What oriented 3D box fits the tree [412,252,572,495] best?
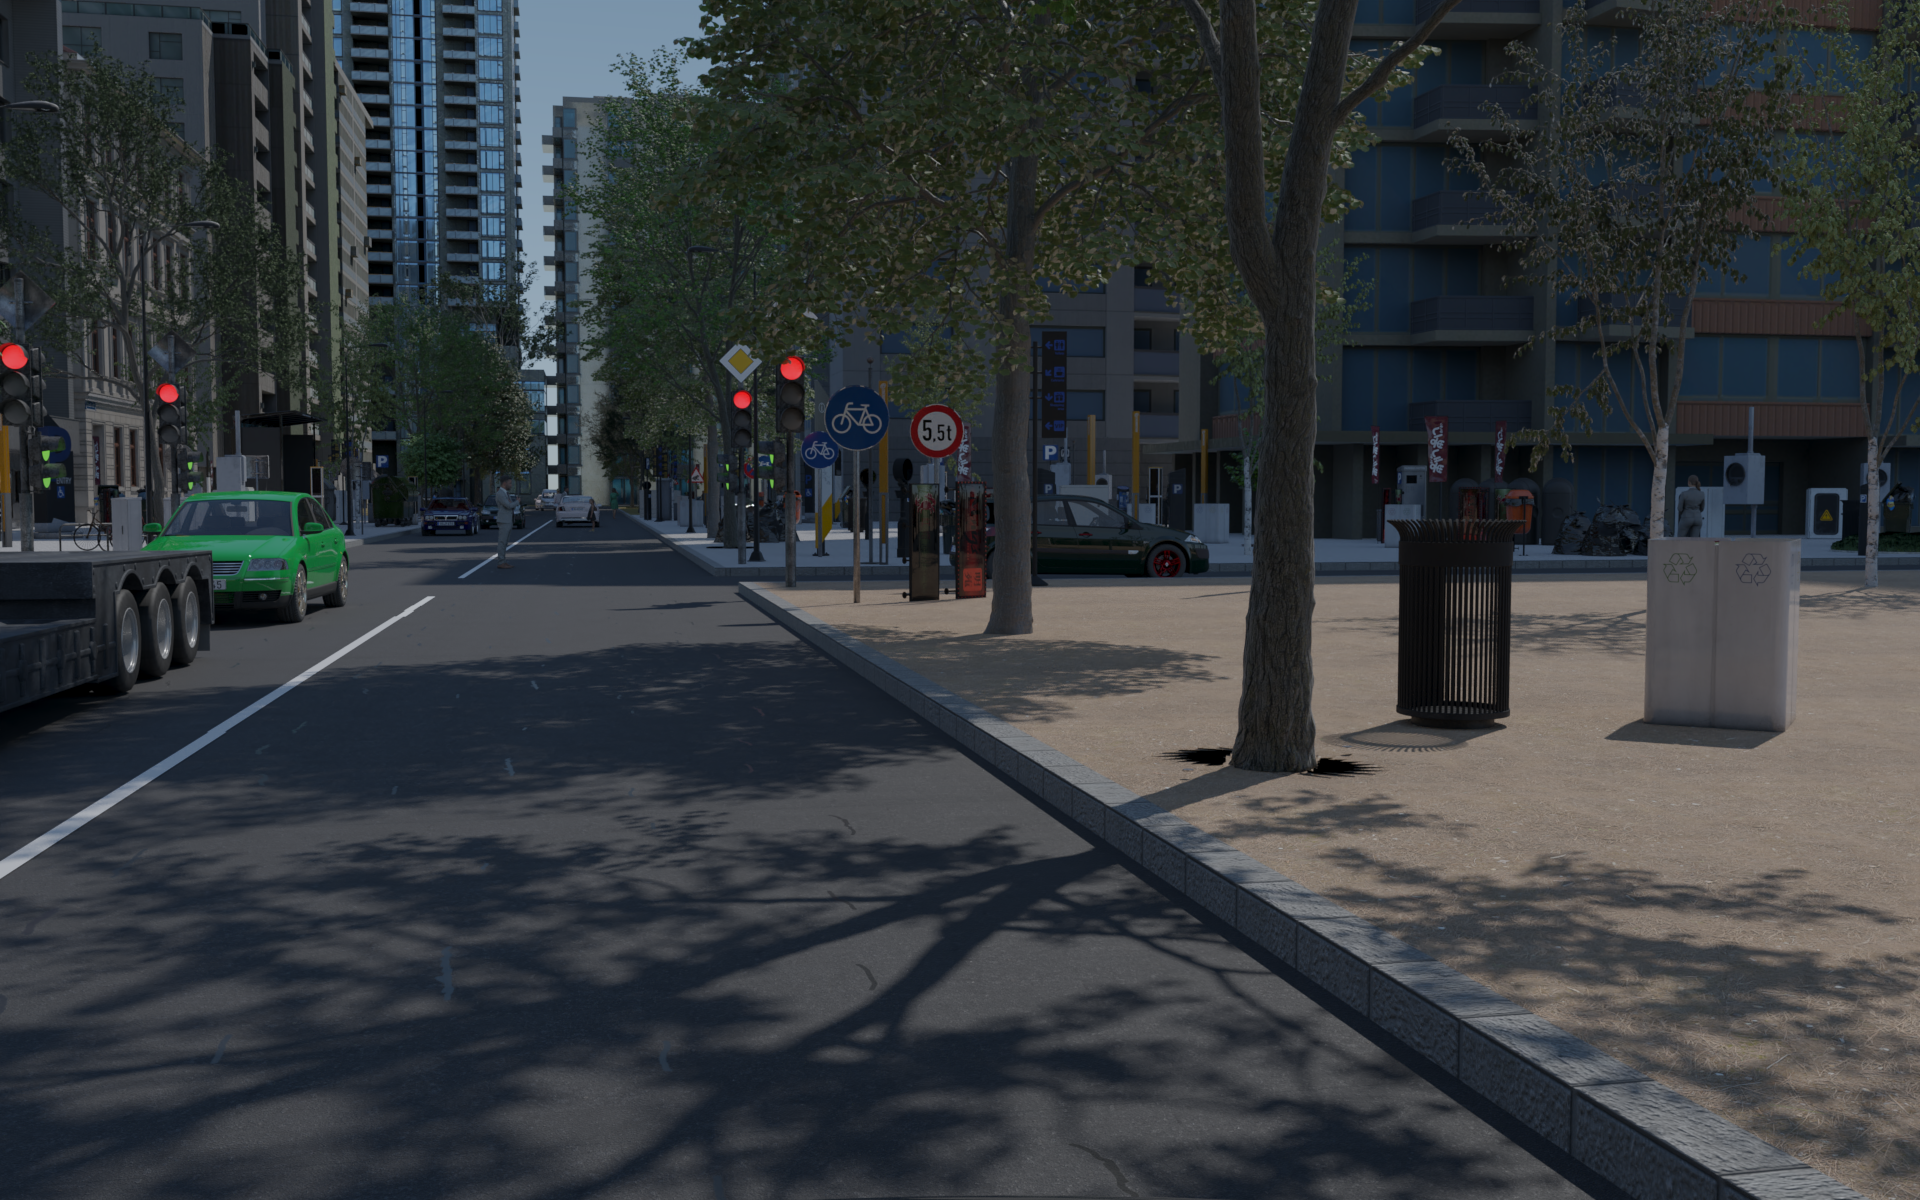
[{"bbox_3d":[-34.667,-16.977,133.464,12.611,20.169,13.585,0,3,0],"label":"tree"}]

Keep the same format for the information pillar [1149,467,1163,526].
[{"bbox_3d":[5.335,-2.617,47.281,0.304,2.012,0.304,1,4,22],"label":"information pillar"}]

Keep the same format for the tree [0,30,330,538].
[{"bbox_3d":[-16.542,-6.168,35.253,7.601,10.594,8.767,2,4,26],"label":"tree"}]

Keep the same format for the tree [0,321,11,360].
[{"bbox_3d":[-11.425,-2.067,17.510,4.285,4.588,4.351,0,3,0],"label":"tree"}]

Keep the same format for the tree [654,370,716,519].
[{"bbox_3d":[-14.584,-8.465,88.762,4.737,8.622,4.395,0,3,0],"label":"tree"}]

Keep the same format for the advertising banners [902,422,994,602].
[{"bbox_3d":[0.111,-1.531,21.218,2.074,3.025,0.090,-3,5,-41],"label":"advertising banners"}]

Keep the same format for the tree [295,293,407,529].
[{"bbox_3d":[-22.268,-6.928,63.636,4.737,8.622,4.395,0,3,0],"label":"tree"}]

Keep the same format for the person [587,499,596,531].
[{"bbox_3d":[-14.169,-3.266,66.565,0.373,1.253,0.362,-1,4,-14],"label":"person"}]

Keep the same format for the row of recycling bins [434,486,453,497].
[{"bbox_3d":[-28.358,-5.353,94.632,1.069,1.692,3.534,-2,4,-26],"label":"row of recycling bins"}]

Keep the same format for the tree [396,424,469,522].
[{"bbox_3d":[-24.731,-5.970,81.319,4.285,4.588,4.351,0,3,0],"label":"tree"}]

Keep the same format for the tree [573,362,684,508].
[{"bbox_3d":[-30.160,-15.177,158.508,12.009,13.543,11.850,0,3,0],"label":"tree"}]

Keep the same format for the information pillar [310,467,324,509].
[{"bbox_3d":[-17.348,-2.586,46.774,0.304,2.012,0.304,-1,4,-15],"label":"information pillar"}]

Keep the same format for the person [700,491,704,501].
[{"bbox_3d":[-27.796,-10.923,187.228,0.705,1.807,1.348,-3,4,-38],"label":"person"}]

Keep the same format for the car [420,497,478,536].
[{"bbox_3d":[-17.877,-2.944,60.716,1.945,1.354,3.894,-1,4,-12],"label":"car"}]

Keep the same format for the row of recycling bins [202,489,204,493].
[{"bbox_3d":[-43.182,-5.350,94.587,3.534,1.692,1.069,-1,4,-21],"label":"row of recycling bins"}]

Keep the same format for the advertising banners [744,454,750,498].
[{"bbox_3d":[-9.319,-4.868,75.778,0.090,3.025,2.074,0,4,-1],"label":"advertising banners"}]

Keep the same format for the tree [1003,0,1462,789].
[{"bbox_3d":[1.446,-5.009,7.648,9.928,11.665,9.643,0,3,0],"label":"tree"}]

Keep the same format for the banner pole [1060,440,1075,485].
[{"bbox_3d":[5.041,-5.525,80.353,0.863,3.779,0.401,0,3,0],"label":"banner pole"}]

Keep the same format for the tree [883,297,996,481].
[{"bbox_3d":[-0.844,-6.770,61.055,4.737,8.622,4.395,0,3,0],"label":"tree"}]

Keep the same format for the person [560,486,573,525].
[{"bbox_3d":[-18.459,-4.415,80.963,0.850,1.792,0.678,0,4,8],"label":"person"}]

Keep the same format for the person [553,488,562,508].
[{"bbox_3d":[-21.485,-5.146,93.312,0.731,1.740,0.598,-2,4,-35],"label":"person"}]

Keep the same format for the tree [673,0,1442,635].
[{"bbox_3d":[0.830,-5.977,15.848,7.486,12.596,7.792,0,3,0],"label":"tree"}]

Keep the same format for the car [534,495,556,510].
[{"bbox_3d":[-37.211,-8.767,155.699,2.083,1.381,4.827,-1,4,-13],"label":"car"}]

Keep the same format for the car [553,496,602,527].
[{"bbox_3d":[-16.752,-3.886,75.898,2.083,1.381,4.827,-1,4,-12],"label":"car"}]

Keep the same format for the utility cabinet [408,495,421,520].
[{"bbox_3d":[-31.142,-5.336,98.406,1.020,1.237,0.306,1,4,16],"label":"utility cabinet"}]

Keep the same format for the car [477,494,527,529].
[{"bbox_3d":[-18.983,-3.799,71.905,2.009,1.686,4.222,-1,4,-12],"label":"car"}]

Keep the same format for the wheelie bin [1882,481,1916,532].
[{"bbox_3d":[23.119,-2.126,42.665,0.693,1.594,0.980,2,4,34],"label":"wheelie bin"}]

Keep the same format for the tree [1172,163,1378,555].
[{"bbox_3d":[6.157,-5.236,35.965,4.737,8.622,4.395,0,3,0],"label":"tree"}]

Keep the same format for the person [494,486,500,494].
[{"bbox_3d":[-22.167,-4.549,83.053,0.511,1.800,0.466,0,4,-6],"label":"person"}]

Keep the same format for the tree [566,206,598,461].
[{"bbox_3d":[-7.577,-8.071,50.088,7.486,12.596,7.792,0,3,0],"label":"tree"}]

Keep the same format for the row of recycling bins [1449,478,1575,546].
[{"bbox_3d":[14.072,-2.276,44.322,1.069,1.692,3.534,-3,5,-39],"label":"row of recycling bins"}]

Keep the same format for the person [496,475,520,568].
[{"bbox_3d":[-8.728,-1.516,33.473,0.466,1.800,0.511,-1,4,-15],"label":"person"}]

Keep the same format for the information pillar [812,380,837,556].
[{"bbox_3d":[-2.834,-2.720,35.825,0.183,3.616,0.504,2,4,33],"label":"information pillar"}]

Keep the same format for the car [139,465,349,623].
[{"bbox_3d":[-8.458,-0.718,20.538,1.959,1.807,4.718,-1,4,-10],"label":"car"}]

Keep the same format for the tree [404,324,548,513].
[{"bbox_3d":[-32.810,-12.261,117.482,9.611,12.733,9.660,0,3,0],"label":"tree"}]

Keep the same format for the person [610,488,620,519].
[{"bbox_3d":[-20.069,-5.610,100.477,0.600,1.795,0.529,0,4,3],"label":"person"}]

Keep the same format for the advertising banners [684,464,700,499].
[{"bbox_3d":[-15.578,-6.393,100.708,0.090,3.025,2.074,-2,4,-34],"label":"advertising banners"}]

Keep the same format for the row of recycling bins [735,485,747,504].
[{"bbox_3d":[-10.413,-4.526,81.110,1.069,1.692,3.534,-1,4,-11],"label":"row of recycling bins"}]

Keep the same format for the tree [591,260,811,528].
[{"bbox_3d":[-9.117,-7.986,64.985,7.601,10.594,8.767,-2,4,-24],"label":"tree"}]

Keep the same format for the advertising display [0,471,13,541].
[{"bbox_3d":[-26.145,-2.543,46.794,0.974,1.923,0.123,-3,4,-37],"label":"advertising display"}]

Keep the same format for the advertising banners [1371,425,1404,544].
[{"bbox_3d":[11.083,-2.984,44.975,0.090,3.025,2.074,3,4,38],"label":"advertising banners"}]

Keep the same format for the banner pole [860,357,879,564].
[{"bbox_3d":[-1.650,-2.562,31.900,0.401,3.779,0.863,0,4,-4],"label":"banner pole"}]

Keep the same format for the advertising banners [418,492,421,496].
[{"bbox_3d":[-30.981,-6.417,101.102,2.074,3.025,0.090,1,4,16],"label":"advertising banners"}]

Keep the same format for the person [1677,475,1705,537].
[{"bbox_3d":[13.799,-1.475,32.888,0.520,1.790,0.573,-1,4,-14],"label":"person"}]

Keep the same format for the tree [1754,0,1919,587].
[{"bbox_3d":[12.670,-4.473,23.494,4.737,8.622,4.395,0,3,0],"label":"tree"}]

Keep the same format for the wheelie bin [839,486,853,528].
[{"bbox_3d":[-4.203,-3.526,65.554,0.693,1.594,0.980,-1,4,-14],"label":"wheelie bin"}]

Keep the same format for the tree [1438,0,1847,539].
[{"bbox_3d":[7.691,-4.211,19.213,4.360,8.622,3.978,0,3,0],"label":"tree"}]

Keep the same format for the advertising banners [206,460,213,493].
[{"bbox_3d":[-39.028,-5.741,90.048,0.090,3.025,2.074,-2,4,-33],"label":"advertising banners"}]

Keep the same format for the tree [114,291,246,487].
[{"bbox_3d":[-28.826,-6.952,64.031,4.737,8.622,4.395,0,3,0],"label":"tree"}]

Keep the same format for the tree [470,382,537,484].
[{"bbox_3d":[-43.173,-14.919,162.059,7.486,12.596,7.792,0,3,0],"label":"tree"}]

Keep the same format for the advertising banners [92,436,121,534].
[{"bbox_3d":[-26.089,-3.472,52.962,0.090,3.025,2.074,0,4,-6],"label":"advertising banners"}]

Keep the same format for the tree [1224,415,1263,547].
[{"bbox_3d":[7.440,-2.932,42.532,1.663,3.219,1.824,0,3,0],"label":"tree"}]

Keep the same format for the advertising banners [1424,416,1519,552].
[{"bbox_3d":[11.375,-2.590,38.530,2.074,3.025,0.090,1,4,13],"label":"advertising banners"}]

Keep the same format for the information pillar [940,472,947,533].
[{"bbox_3d":[-0.624,-3.225,57.219,0.304,2.012,0.304,-1,4,-20],"label":"information pillar"}]

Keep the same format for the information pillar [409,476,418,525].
[{"bbox_3d":[-22.724,-4.128,71.988,0.304,2.012,0.304,0,4,1],"label":"information pillar"}]

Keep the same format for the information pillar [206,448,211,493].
[{"bbox_3d":[-37.356,-5.795,86.107,0.183,3.616,0.504,-1,4,-13],"label":"information pillar"}]

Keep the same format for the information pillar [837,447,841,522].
[{"bbox_3d":[-5.555,-5.349,78.810,0.183,3.616,0.504,2,4,25],"label":"information pillar"}]

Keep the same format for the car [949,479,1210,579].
[{"bbox_3d":[1.920,-1.113,27.981,4.222,1.686,2.009,-1,4,-11],"label":"car"}]
